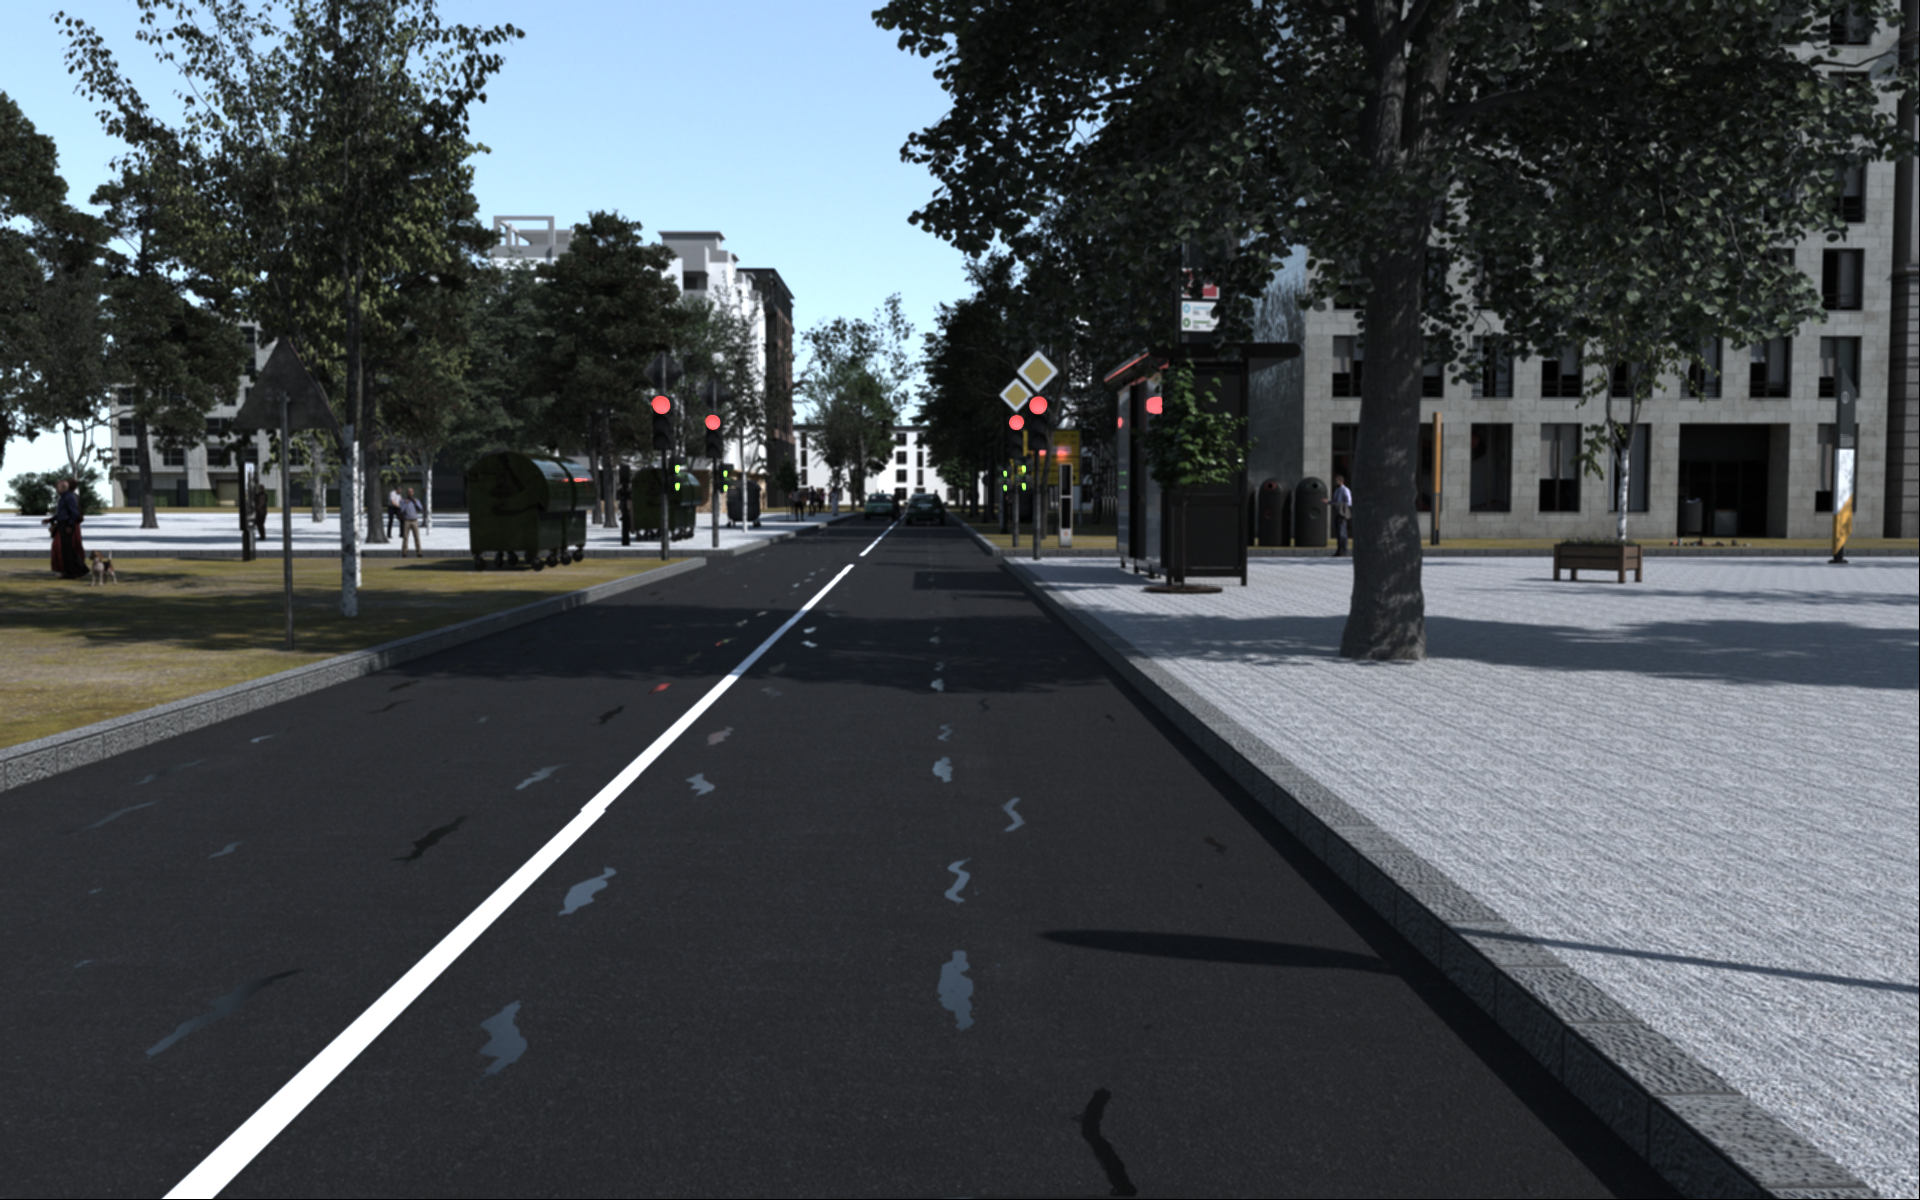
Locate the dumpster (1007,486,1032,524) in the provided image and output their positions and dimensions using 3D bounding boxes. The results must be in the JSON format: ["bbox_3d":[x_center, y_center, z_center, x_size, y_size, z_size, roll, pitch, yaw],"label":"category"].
[{"bbox_3d":[2.500,-4.261,75.429,1.264,1.857,1.865,0,4,-1],"label":"dumpster"}]

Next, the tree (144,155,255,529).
[{"bbox_3d":[-30.536,-9.597,64.339,7.806,13.903,7.818,0,3,0],"label":"tree"}]

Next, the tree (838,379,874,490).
[{"bbox_3d":[-7.698,-9.449,104.853,4.360,8.622,3.978,0,3,0],"label":"tree"}]

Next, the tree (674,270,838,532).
[{"bbox_3d":[-6.967,-6.563,57.671,4.360,8.622,3.978,0,3,0],"label":"tree"}]

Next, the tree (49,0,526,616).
[{"bbox_3d":[-6.668,-4.138,18.015,4.360,8.622,3.978,0,3,0],"label":"tree"}]

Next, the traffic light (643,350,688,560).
[{"bbox_3d":[-5.685,-2.700,33.391,0.839,4.213,0.868,0,4,-1],"label":"traffic light"}]

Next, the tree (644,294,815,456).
[{"bbox_3d":[-14.500,-9.958,88.561,9.928,11.665,9.643,0,3,0],"label":"tree"}]

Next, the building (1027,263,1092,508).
[{"bbox_3d":[21.700,-19.861,168.710,27.936,21.610,32.646,0,4,-1],"label":"building"}]

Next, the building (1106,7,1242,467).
[{"bbox_3d":[15.535,-16.083,82.019,14.314,24.678,30.058,0,4,-1],"label":"building"}]

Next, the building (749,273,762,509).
[{"bbox_3d":[-24.170,-16.979,134.023,16.016,20.091,11.380,0,4,-1],"label":"building"}]

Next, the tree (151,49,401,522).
[{"bbox_3d":[-29.880,-13.502,76.652,12.611,20.169,13.585,0,3,0],"label":"tree"}]

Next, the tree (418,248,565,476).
[{"bbox_3d":[-24.330,-11.285,91.168,9.857,13.997,8.962,0,3,0],"label":"tree"}]

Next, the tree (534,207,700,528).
[{"bbox_3d":[-13.303,-8.748,65.078,6.751,12.117,7.091,0,3,0],"label":"tree"}]

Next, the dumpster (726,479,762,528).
[{"bbox_3d":[-8.273,-3.696,66.181,1.264,1.857,1.865,0,4,-1],"label":"dumpster"}]

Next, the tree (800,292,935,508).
[{"bbox_3d":[-8.306,-18.754,162.512,12.611,20.169,13.585,0,3,0],"label":"tree"}]

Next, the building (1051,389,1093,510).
[{"bbox_3d":[12.651,-11.990,138.188,9.099,9.664,28.070,0,4,-1],"label":"building"}]

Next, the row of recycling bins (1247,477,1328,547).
[{"bbox_3d":[7.238,-2.163,42.477,3.534,1.692,1.069,1,4,20],"label":"row of recycling bins"}]

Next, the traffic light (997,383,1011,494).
[{"bbox_3d":[1.320,-3.198,41.529,0.839,4.213,0.868,0,4,-1],"label":"traffic light"}]

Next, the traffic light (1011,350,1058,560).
[{"bbox_3d":[1.474,-2.710,33.545,0.839,4.213,0.868,0,4,-1],"label":"traffic light"}]

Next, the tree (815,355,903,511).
[{"bbox_3d":[-8.165,-12.554,131.018,9.928,11.665,9.643,0,3,0],"label":"tree"}]

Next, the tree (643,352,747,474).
[{"bbox_3d":[-16.988,-10.603,107.766,8.767,10.594,7.601,0,4,3],"label":"tree"}]

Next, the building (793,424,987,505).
[{"bbox_3d":[-9.851,-16.549,212.727,28.070,9.664,9.099,0,4,-1],"label":"building"}]

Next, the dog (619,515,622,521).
[{"bbox_3d":[-16.153,-4.006,83.234,0.550,0.427,0.748,0,4,7],"label":"dog"}]

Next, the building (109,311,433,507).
[{"bbox_3d":[-66.391,-18.908,175.606,31.486,18.905,16.747,0,4,-1],"label":"building"}]

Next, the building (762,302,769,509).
[{"bbox_3d":[-24.333,-17.702,145.849,16.016,20.091,11.380,0,4,-1],"label":"building"}]

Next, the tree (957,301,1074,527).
[{"bbox_3d":[1.813,-7.096,66.381,4.737,8.622,4.395,0,3,0],"label":"tree"}]

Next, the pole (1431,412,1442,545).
[{"bbox_3d":[11.910,-3.026,43.320,0.158,3.312,0.155,0,3,0],"label":"pole"}]

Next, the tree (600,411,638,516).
[{"bbox_3d":[-20.017,-9.240,101.431,4.360,8.622,3.978,0,3,0],"label":"tree"}]

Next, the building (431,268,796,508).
[{"bbox_3d":[-33.298,-19.966,170.419,32.646,21.610,27.936,0,4,-1],"label":"building"}]

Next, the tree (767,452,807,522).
[{"bbox_3d":[-8.073,-5.204,79.689,1.663,3.219,1.824,0,3,0],"label":"tree"}]

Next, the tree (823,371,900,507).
[{"bbox_3d":[-10.410,-16.524,177.593,7.806,13.903,7.818,0,3,0],"label":"tree"}]

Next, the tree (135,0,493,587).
[{"bbox_3d":[-8.633,-4.491,23.788,4.737,8.622,4.395,0,3,0],"label":"tree"}]

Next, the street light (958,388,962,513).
[{"bbox_3d":[0.554,-6.302,75.572,1.470,5.913,1.316,0,4,-1],"label":"street light"}]

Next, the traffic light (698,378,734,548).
[{"bbox_3d":[-5.840,-3.188,41.375,0.839,4.213,0.868,0,4,-1],"label":"traffic light"}]

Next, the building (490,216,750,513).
[{"bbox_3d":[-23.731,-16.271,122.445,16.016,20.091,11.380,0,4,-1],"label":"building"}]

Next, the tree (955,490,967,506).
[{"bbox_3d":[-0.464,-14.790,192.180,4.360,8.622,3.978,0,3,0],"label":"tree"}]

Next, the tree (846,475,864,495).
[{"bbox_3d":[-8.848,-9.333,147.196,1.663,3.219,1.824,0,3,0],"label":"tree"}]

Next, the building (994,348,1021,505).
[{"bbox_3d":[20.304,-23.190,223.124,32.646,21.610,27.936,0,4,-1],"label":"building"}]

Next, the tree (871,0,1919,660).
[{"bbox_3d":[3.461,-6.521,13.272,9.857,13.997,8.962,0,3,0],"label":"tree"}]

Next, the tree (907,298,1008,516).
[{"bbox_3d":[0.800,-11.180,100.926,7.486,12.596,7.792,0,3,0],"label":"tree"}]

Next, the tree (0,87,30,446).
[{"bbox_3d":[-30.422,-8.922,53.301,7.806,13.903,7.818,0,3,0],"label":"tree"}]

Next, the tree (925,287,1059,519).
[{"bbox_3d":[1.576,-10.161,88.180,6.751,12.117,7.091,0,3,0],"label":"tree"}]

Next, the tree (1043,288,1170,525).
[{"bbox_3d":[5.613,-6.605,58.361,4.360,8.622,3.978,0,3,0],"label":"tree"}]

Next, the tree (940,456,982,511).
[{"bbox_3d":[0.174,-8.993,130.742,4.285,4.588,4.351,0,3,0],"label":"tree"}]

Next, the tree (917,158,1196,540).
[{"bbox_3d":[2.497,-6.962,48.246,8.767,10.594,7.601,-3,5,-40],"label":"tree"}]

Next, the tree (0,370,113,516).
[{"bbox_3d":[-58.808,-12.033,98.563,13.155,14.587,18.604,1,4,21],"label":"tree"}]

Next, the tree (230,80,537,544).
[{"bbox_3d":[-15.285,-7.502,44.714,6.751,12.117,7.091,0,3,0],"label":"tree"}]

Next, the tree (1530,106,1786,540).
[{"bbox_3d":[11.509,-4.838,29.468,4.737,8.622,4.395,0,3,0],"label":"tree"}]

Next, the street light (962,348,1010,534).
[{"bbox_3d":[0.893,-5.050,55.114,1.470,5.913,1.316,0,4,-1],"label":"street light"}]

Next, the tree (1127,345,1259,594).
[{"bbox_3d":[2.912,-1.708,22.522,1.663,3.219,1.824,0,3,0],"label":"tree"}]
